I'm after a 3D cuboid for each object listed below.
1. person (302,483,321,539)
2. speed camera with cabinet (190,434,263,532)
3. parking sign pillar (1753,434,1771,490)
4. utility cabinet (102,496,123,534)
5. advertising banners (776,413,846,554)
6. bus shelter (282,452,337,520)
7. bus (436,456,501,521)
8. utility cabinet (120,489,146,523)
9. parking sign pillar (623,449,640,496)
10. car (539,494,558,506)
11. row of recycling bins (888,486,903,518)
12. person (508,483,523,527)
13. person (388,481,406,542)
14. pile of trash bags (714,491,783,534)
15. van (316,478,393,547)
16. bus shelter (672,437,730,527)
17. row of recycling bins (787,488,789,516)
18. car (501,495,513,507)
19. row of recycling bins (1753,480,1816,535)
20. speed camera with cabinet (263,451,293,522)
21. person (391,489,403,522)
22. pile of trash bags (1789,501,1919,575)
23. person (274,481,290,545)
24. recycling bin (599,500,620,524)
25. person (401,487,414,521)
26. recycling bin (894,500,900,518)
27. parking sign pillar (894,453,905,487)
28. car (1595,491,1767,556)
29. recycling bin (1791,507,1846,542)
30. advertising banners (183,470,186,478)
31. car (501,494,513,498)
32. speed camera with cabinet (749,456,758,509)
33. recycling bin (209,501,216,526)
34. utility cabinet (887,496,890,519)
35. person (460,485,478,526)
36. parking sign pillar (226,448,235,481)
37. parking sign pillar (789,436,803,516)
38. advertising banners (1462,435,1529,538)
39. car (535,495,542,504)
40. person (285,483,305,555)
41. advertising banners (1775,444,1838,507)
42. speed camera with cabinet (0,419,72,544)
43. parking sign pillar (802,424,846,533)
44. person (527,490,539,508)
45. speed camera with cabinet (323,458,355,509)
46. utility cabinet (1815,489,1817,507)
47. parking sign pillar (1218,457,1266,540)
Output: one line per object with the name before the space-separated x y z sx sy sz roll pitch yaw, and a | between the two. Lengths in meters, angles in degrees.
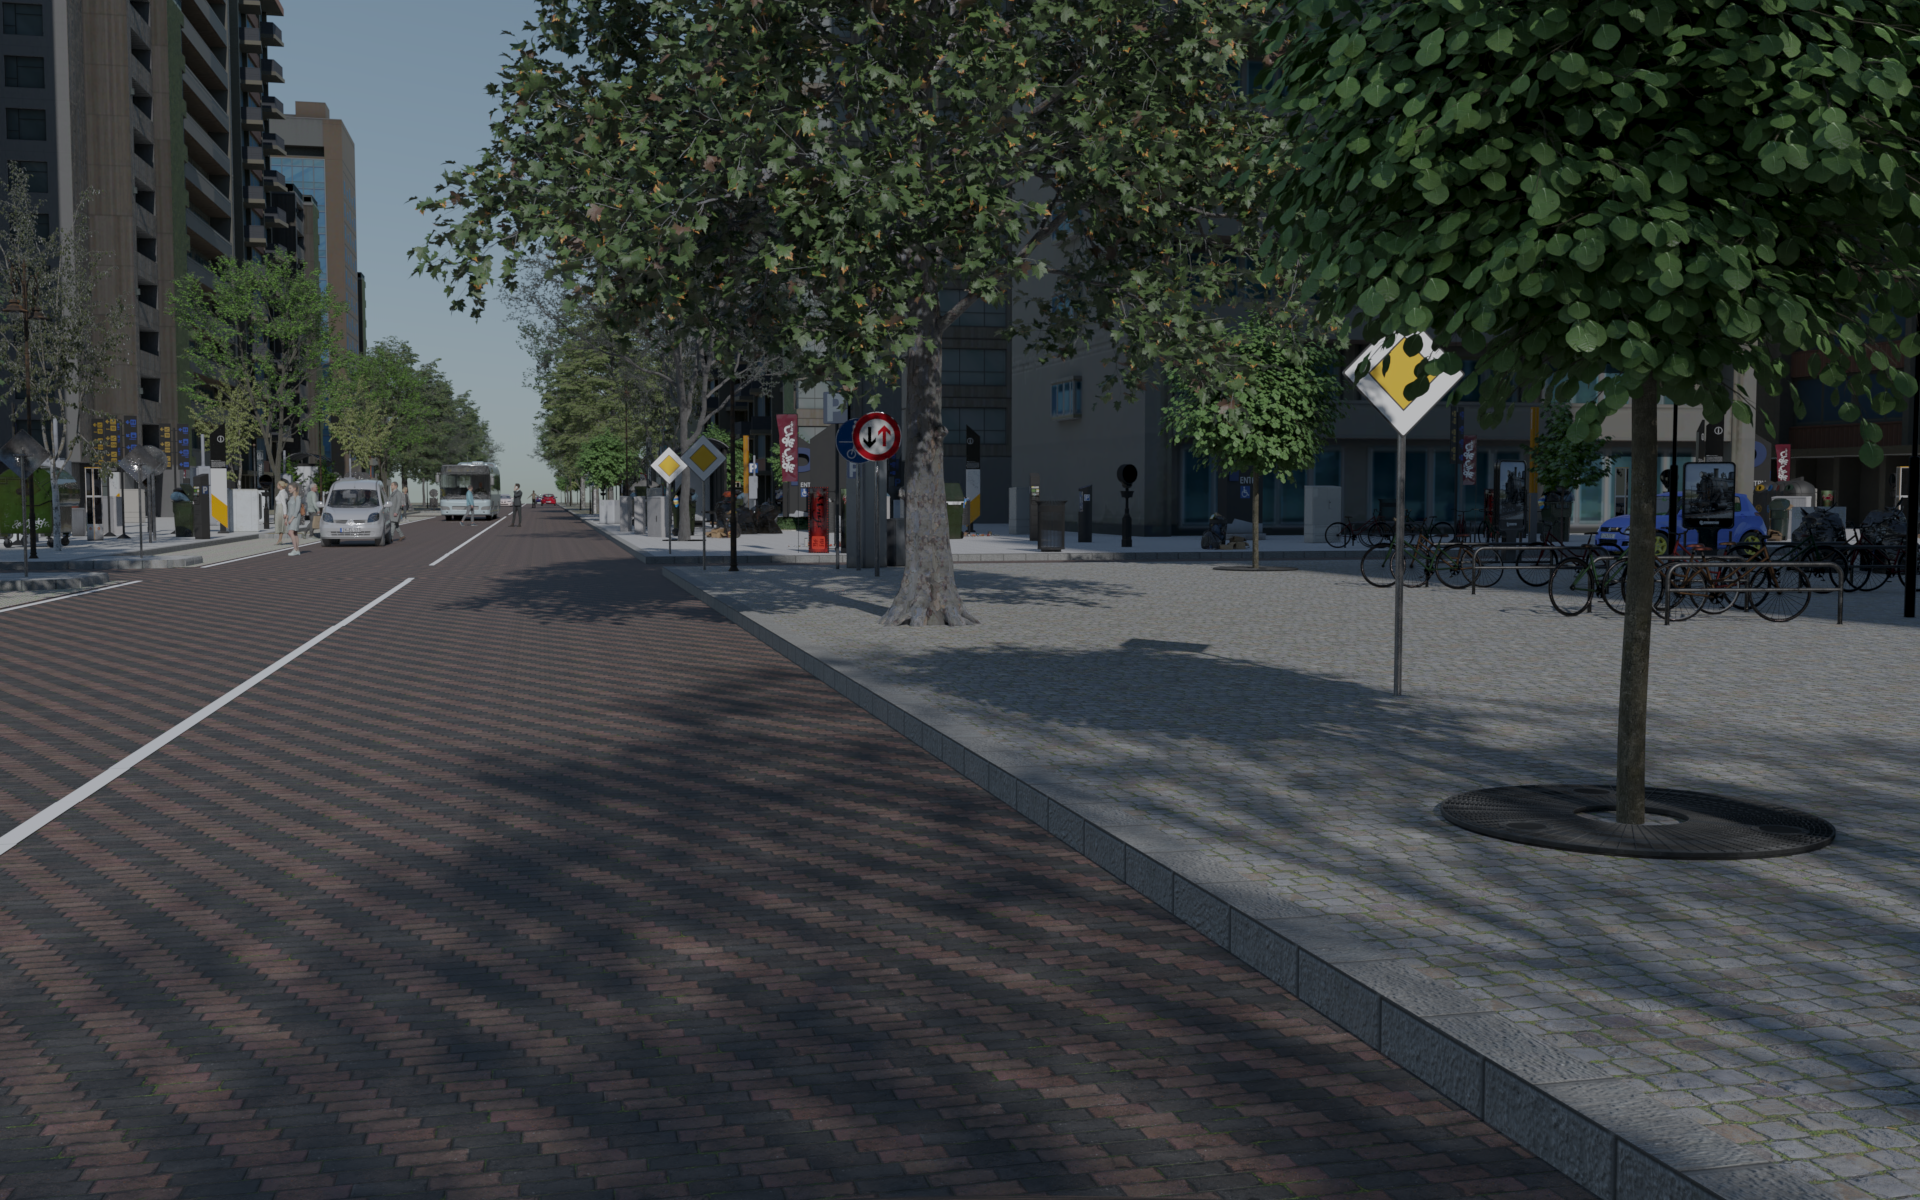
person | -20.437 -2.794 54.667 0.515 1.767 0.782 -3 5 -40
speed camera with cabinet | -24.602 -3.890 57.932 2.038 3.252 0.660 -2 4 -35
parking sign pillar | 28.572 -4.533 62.583 1.447 3.967 1.447 2 4 27
utility cabinet | -27.186 -2.717 55.581 0.306 1.237 1.020 -3 5 -43
advertising banners | -3.034 -2.524 37.460 2.074 3.025 0.090 1 4 21
bus shelter | -32.533 -5.671 86.643 2.014 3.302 5.546 -1 4 -14
bus | -27.217 -6.218 96.523 2.948 3.499 13.247 -1 4 -12
utility cabinet | -36.684 -4.160 76.698 1.173 1.500 0.318 1 4 14
parking sign pillar | -20.523 -7.315 108.079 1.447 3.967 1.447 -3 5 -44
car | -49.722 -12.244 209.227 2.155 1.783 4.494 -1 4 -14
row of recycling bins | -2.980 -5.194 92.039 1.069 1.692 3.534 1 4 19
person | -19.426 -4.154 75.778 0.648 1.900 0.474 3 4 38
person | -17.122 -2.677 52.370 0.767 1.812 0.694 -3 4 -36
pile of trash bags | -7.147 -2.872 56.709 1.912 1.369 3.447 -2 4 -25
van | -16.873 -2.532 48.409 2.013 2.044 4.112 -1 4 -15
bus shelter | -9.717 -4.322 64.592 2.014 3.302 5.546 -1 4 -14
row of recycling bins | -6.214 -4.315 77.667 3.534 1.692 1.069 2 4 25
car | -51.441 -11.201 195.494 2.083 1.381 4.827 -1 4 -13
row of recycling bins | 25.595 -2.854 53.779 1.069 1.692 3.534 0 4 7
speed camera with cabinet | -31.310 -5.141 78.395 2.038 3.252 0.660 -1 4 -11
person | -28.773 -4.860 88.301 0.623 1.781 0.721 2 4 24
pile of trash bags | 15.326 -1.129 28.207 3.447 1.369 1.912 2 4 33
person | -18.789 -2.413 48.186 0.641 1.798 0.478 0 3 0
recycling bin | -15.042 -3.790 74.526 0.722 1.027 0.722 1 4 16
person | -28.951 -5.005 90.513 0.728 1.800 0.709 2 4 31
recycling bin | -2.492 -3.840 75.342 0.722 1.027 0.722 0 4 5
parking sign pillar | -3.268 -6.526 95.179 1.447 3.967 1.447 1 4 12
car | 16.141 -1.792 38.888 3.694 1.707 1.945 -1 4 -14
recycling bin | 17.014 -1.332 34.338 0.722 1.027 0.722 -2 4 -26
advertising banners | -29.125 -4.201 64.877 0.090 3.025 2.074 -2 4 -29
car | -54.655 -12.109 207.764 2.009 1.686 4.222 -1 4 -14
speed camera with cabinet | -10.908 -5.818 89.464 0.660 3.252 2.038 -1 4 -15
recycling bin | -30.564 -3.510 69.936 0.722 1.027 0.722 1 4 18
utility cabinet | -2.845 -2.893 58.470 1.020 1.237 0.306 -3 5 -40
person | -22.175 -4.270 78.178 0.748 1.841 0.638 0 4 0
parking sign pillar | -42.820 -6.910 101.455 1.447 3.967 1.447 -1 4 -12
parking sign pillar | -6.501 -5.135 72.429 1.447 3.967 1.447 -1 4 -9
advertising banners | 15.621 -3.332 50.673 2.074 3.025 0.090 2 4 31
car | -62.471 -15.031 258.331 1.945 1.354 3.894 -1 4 -15
person | -15.648 -1.909 40.718 0.512 1.701 0.522 3 5 44
advertising banners | 29.252 -3.897 59.906 2.074 3.025 0.090 3 5 41
speed camera with cabinet | -23.966 -3.064 44.432 2.038 3.252 0.660 -1 4 -9
parking sign pillar | -4.315 -4.226 57.564 1.447 3.967 1.447 0 4 3
person | -43.529 -10.292 176.779 1.348 1.823 0.705 1 4 17
speed camera with cabinet | -34.562 -6.244 96.427 2.038 3.252 0.660 2 4 28
utility cabinet | 31.102 -3.339 63.271 0.318 1.500 1.173 2 4 30
parking sign pillar | 7.861 -3.673 48.518 1.447 3.967 1.447 -2 4 -31
